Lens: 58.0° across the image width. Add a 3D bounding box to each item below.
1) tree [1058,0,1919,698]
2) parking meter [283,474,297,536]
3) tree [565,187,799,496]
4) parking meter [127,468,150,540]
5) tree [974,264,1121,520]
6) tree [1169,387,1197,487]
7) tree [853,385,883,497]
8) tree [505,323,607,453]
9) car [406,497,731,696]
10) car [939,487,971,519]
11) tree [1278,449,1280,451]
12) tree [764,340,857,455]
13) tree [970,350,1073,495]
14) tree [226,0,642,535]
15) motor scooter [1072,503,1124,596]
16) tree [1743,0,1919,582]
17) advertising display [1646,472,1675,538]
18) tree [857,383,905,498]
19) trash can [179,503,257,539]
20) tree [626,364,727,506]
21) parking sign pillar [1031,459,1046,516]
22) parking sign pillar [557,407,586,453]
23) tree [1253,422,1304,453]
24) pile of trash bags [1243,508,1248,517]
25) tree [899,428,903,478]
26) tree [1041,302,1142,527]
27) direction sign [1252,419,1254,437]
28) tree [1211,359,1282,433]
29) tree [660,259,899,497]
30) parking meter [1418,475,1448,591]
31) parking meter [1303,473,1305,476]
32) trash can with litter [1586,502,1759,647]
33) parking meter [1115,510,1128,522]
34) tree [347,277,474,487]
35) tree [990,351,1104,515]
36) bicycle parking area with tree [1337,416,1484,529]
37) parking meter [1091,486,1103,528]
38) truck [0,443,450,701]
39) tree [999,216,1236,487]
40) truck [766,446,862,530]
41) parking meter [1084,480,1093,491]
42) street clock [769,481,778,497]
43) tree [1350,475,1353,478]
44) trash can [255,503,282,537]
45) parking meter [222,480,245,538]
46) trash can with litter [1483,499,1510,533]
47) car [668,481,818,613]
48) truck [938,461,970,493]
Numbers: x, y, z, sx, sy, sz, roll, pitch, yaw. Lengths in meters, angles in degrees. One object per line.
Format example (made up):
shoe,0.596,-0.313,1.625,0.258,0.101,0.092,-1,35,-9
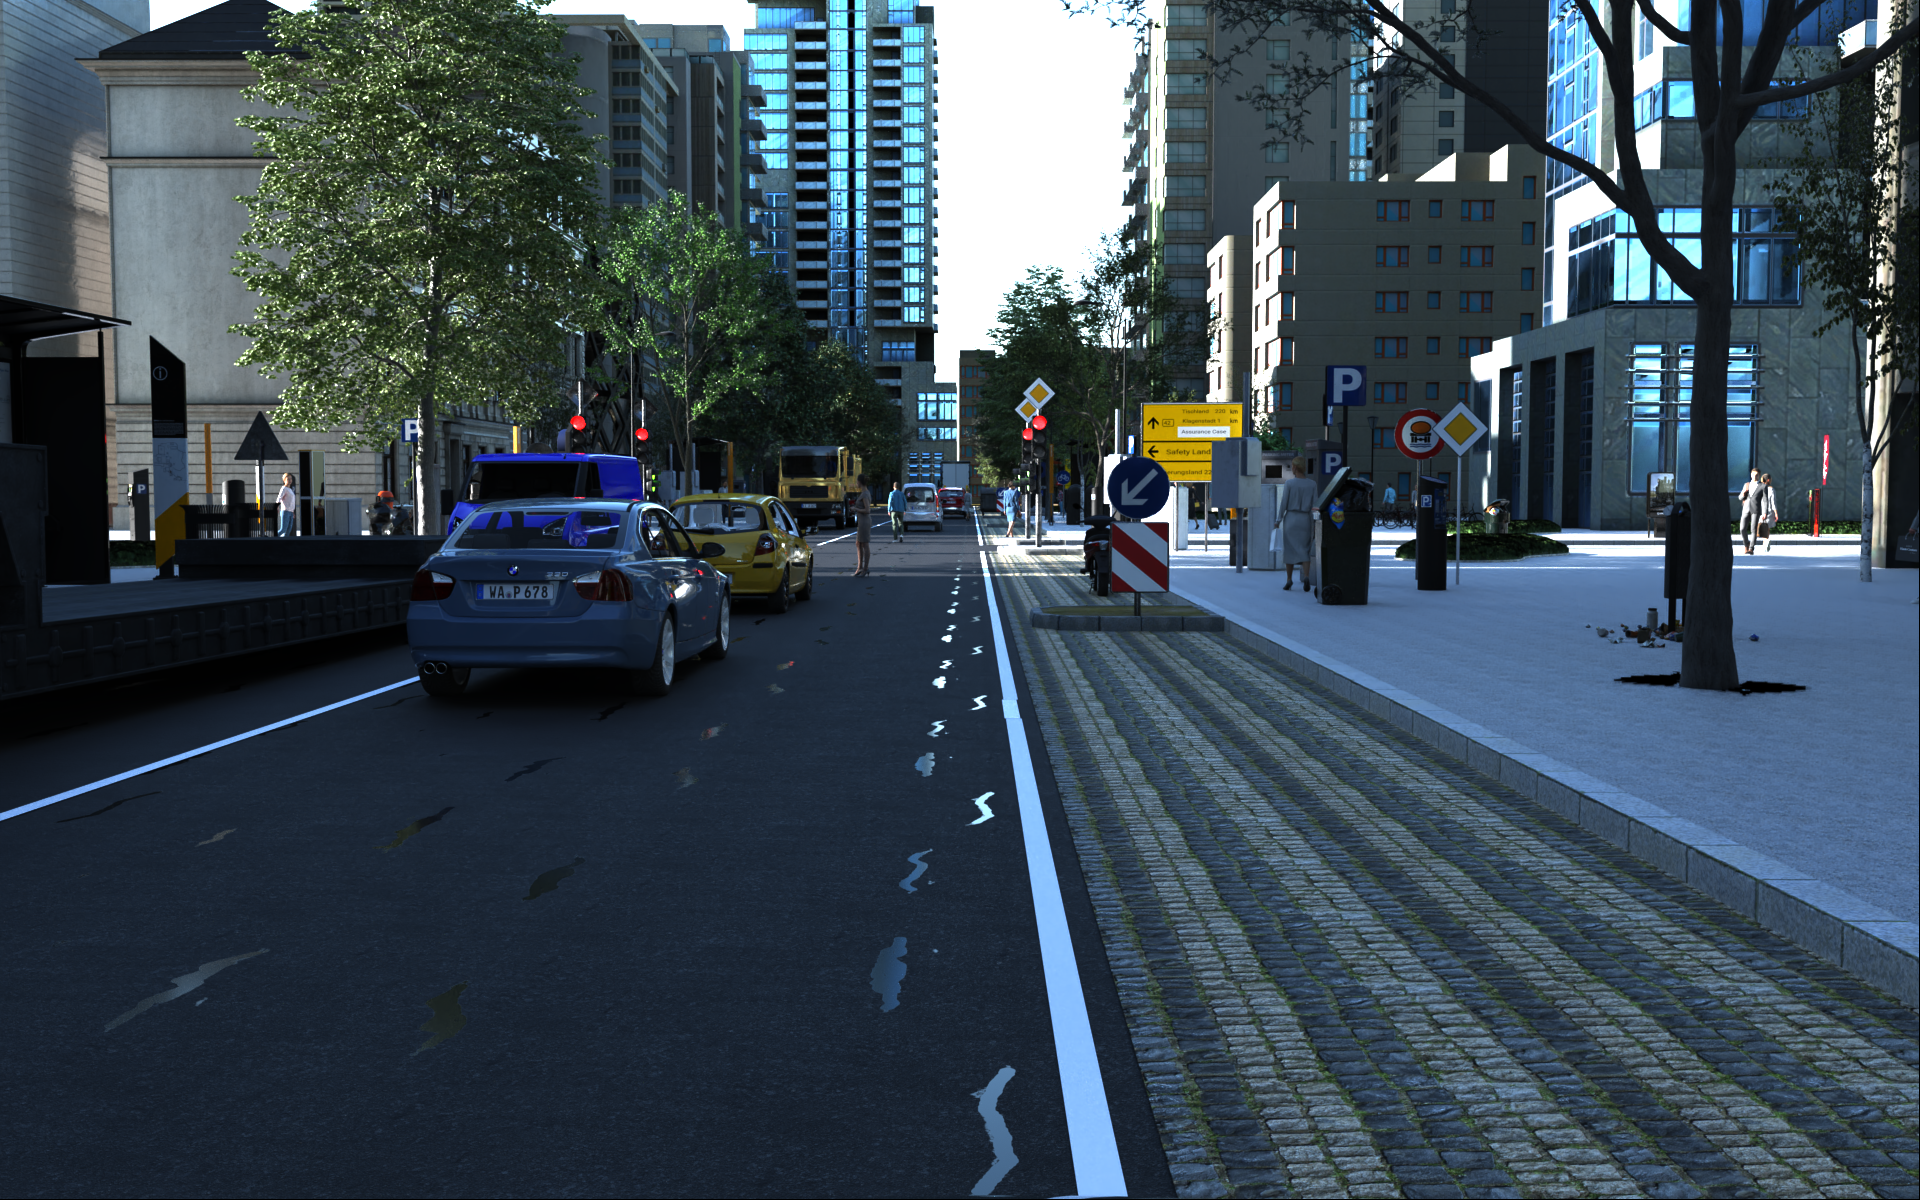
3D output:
tree,4.832,-6.160,11.089,12.009,13.543,11.850,0,3,0
parking meter,-19.287,-2.699,49.837,0.255,1.863,0.399,0,4,-1
tree,-9.643,-8.222,60.188,9.928,11.665,9.643,0,3,0
parking meter,-18.473,-2.034,38.961,0.255,1.863,0.399,3,5,40
tree,4.055,-10.281,86.220,7.486,12.596,7.792,0,3,0
tree,15.332,-10.360,119.744,4.737,8.622,4.395,0,3,0
tree,-9.900,-14.791,159.952,7.486,12.596,7.792,0,3,0
tree,-16.627,-7.341,70.391,4.360,8.622,3.978,0,3,0
car,-2.918,-0.097,13.584,2.014,1.417,4.499,0,4,1
car,-0.431,-5.628,100.695,2.281,1.827,5.304,0,4,2
tree,13.663,-4.864,74.121,1.663,3.219,1.824,0,3,0
tree,-9.568,-10.362,103.835,7.601,10.594,8.767,-2,4,-33
tree,5.280,-14.189,138.647,9.857,13.997,8.962,0,3,0
tree,-9.945,-7.051,33.407,7.486,12.596,7.792,0,3,0
motor scooter,2.015,-0.735,24.795,0.815,1.314,1.986,0,4,2
tree,13.345,-4.558,24.889,4.360,8.622,3.978,0,3,0
advertising display,20.551,-2.789,50.811,0.974,1.923,0.123,-1,4,-23
tree,-9.835,-16.137,170.488,9.857,13.997,8.962,0,3,0
trash can,-10.009,-0.702,23.132,0.748,1.137,0.748,0,3,0
tree,-15.843,-8.854,95.132,4.360,8.622,3.978,0,3,0
parking sign pillar,4.755,-6.968,102.390,1.447,3.967,1.447,0,4,7
parking sign pillar,-11.514,-3.848,51.386,1.447,3.967,1.447,1,4,9
tree,13.497,-5.706,77.009,4.285,4.588,4.351,0,3,0
pile of trash bags,6.254,-1.430,33.136,1.912,1.369,3.447,0,4,-3
tree,-8.976,-12.714,124.884,9.611,12.733,9.660,0,3,0
tree,5.012,-7.158,67.393,4.737,8.622,4.395,0,3,0
direction sign,8.598,-3.681,52.177,0.379,3.537,0.876,3,4,39
tree,15.560,-8.765,93.662,4.360,8.622,3.978,0,3,0
tree,-9.940,-10.270,84.915,9.611,12.733,9.660,0,3,0
parking meter,6.319,-0.901,23.147,0.372,1.533,0.369,0,3,0
parking meter,9.552,-2.651,49.059,0.399,1.863,0.255,2,4,24
trash can with litter,6.215,-0.269,15.448,1.678,1.210,2.233,3,4,36
parking meter,4.752,-2.775,51.087,0.255,1.863,0.399,-2,4,-28
tree,-17.599,-6.488,56.441,4.737,8.622,4.395,0,3,0
tree,5.543,-11.176,108.481,9.928,11.665,9.643,0,3,0
bicycle parking area with tree,15.365,-4.858,66.429,9.016,4.147,8.231,1,4,14
parking meter,4.415,-2.894,55.734,0.372,1.533,0.369,0,3,0
truck,-6.430,-1.319,11.327,2.967,4.110,18.799,0,4,0
tree,4.826,-7.588,58.475,8.767,10.594,7.601,-3,5,-43
truck,-5.805,-4.660,72.112,3.469,3.379,9.791,0,4,2
parking meter,5.453,-4.137,73.346,0.399,1.863,0.255,-3,5,-40
street clock,-9.978,-5.395,92.772,0.471,2.002,0.358,1,4,19
tree,20.858,-6.139,94.981,1.663,3.219,1.824,0,3,0
trash can,-11.622,-1.042,28.698,0.748,1.137,0.748,0,3,0
parking meter,-12.927,-1.373,30.854,0.372,1.533,0.369,0,3,0
trash can with litter,12.451,-1.800,40.816,0.624,1.170,1.055,-2,4,-24
car,-2.889,-0.737,22.272,2.015,1.641,3.980,0,4,1
truck,-0.484,-9.964,151.817,2.839,4.237,11.283,0,4,-1
